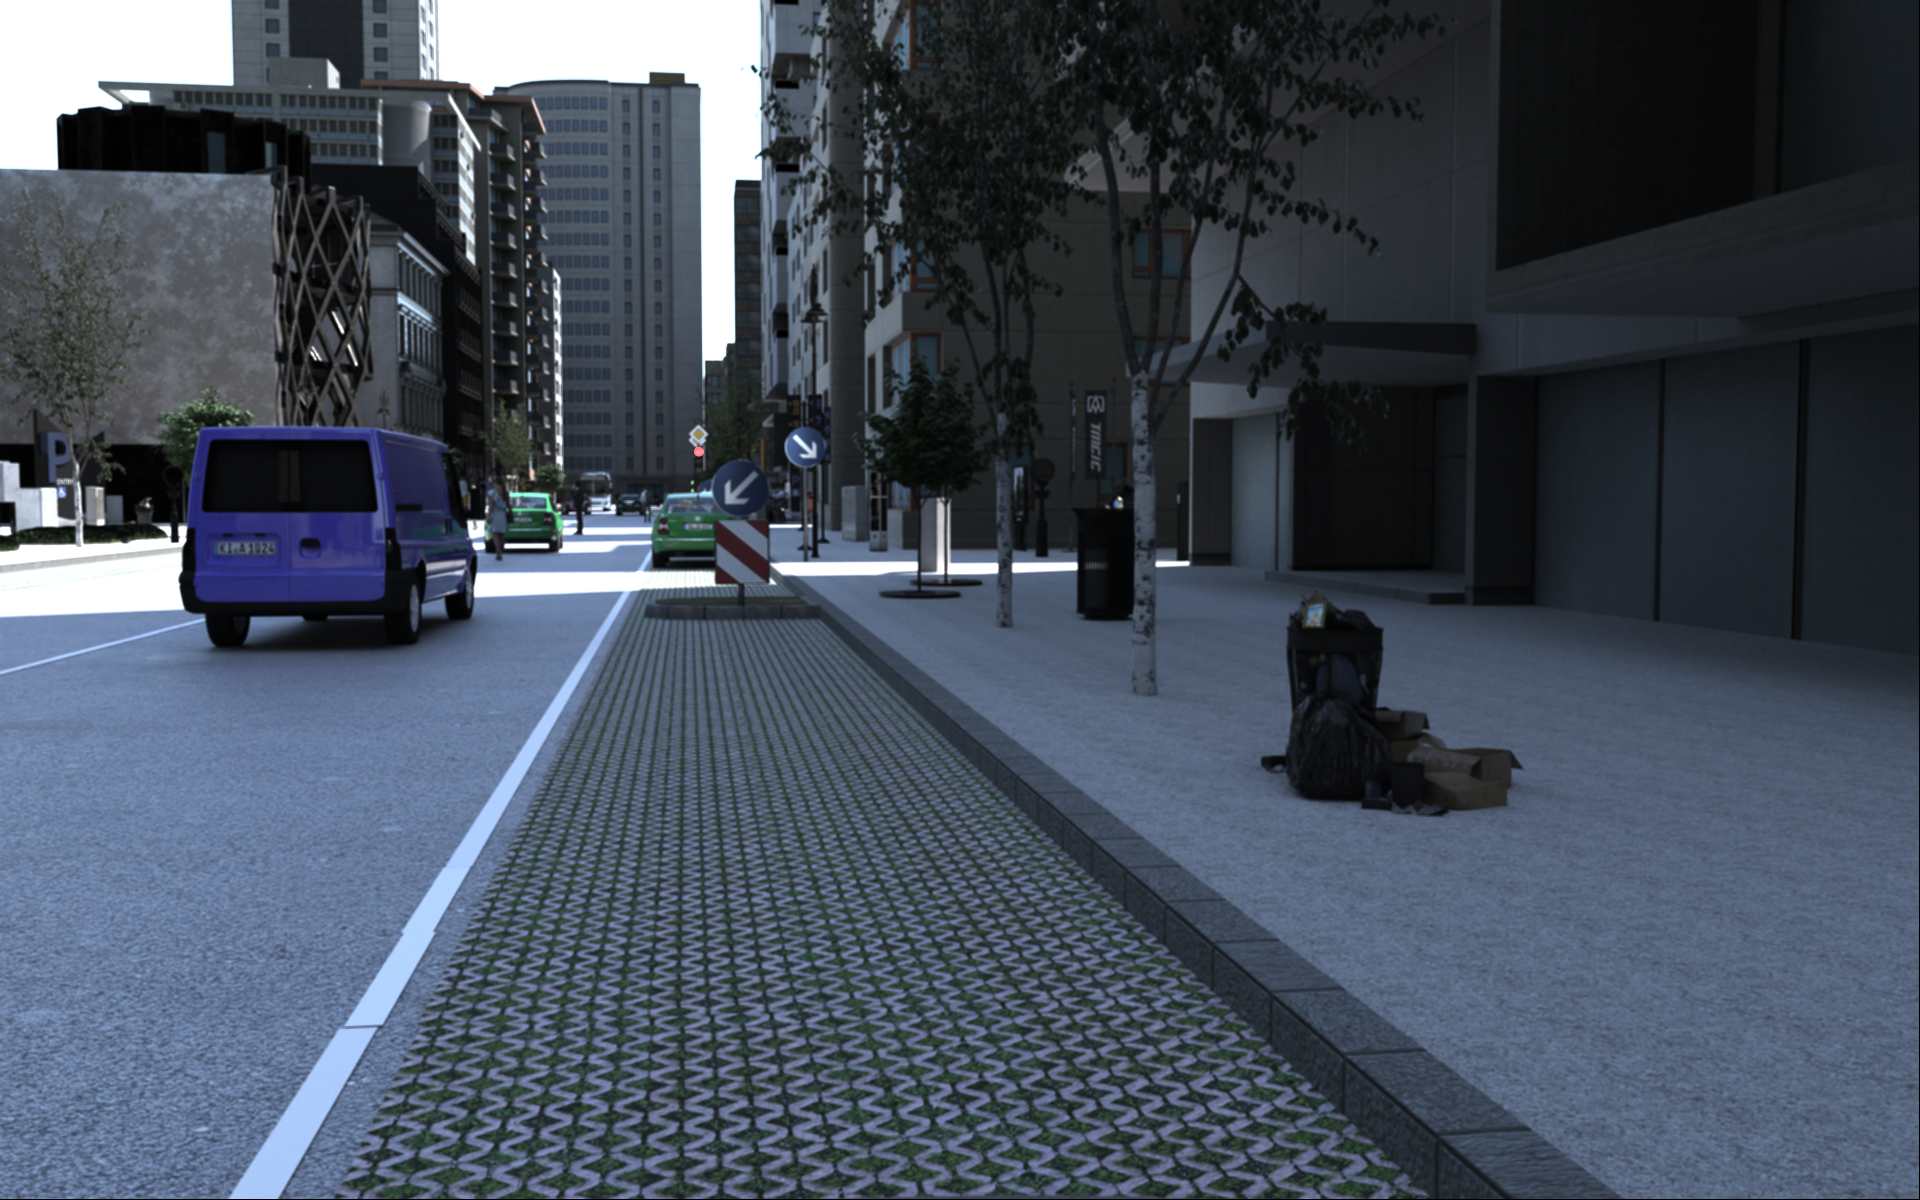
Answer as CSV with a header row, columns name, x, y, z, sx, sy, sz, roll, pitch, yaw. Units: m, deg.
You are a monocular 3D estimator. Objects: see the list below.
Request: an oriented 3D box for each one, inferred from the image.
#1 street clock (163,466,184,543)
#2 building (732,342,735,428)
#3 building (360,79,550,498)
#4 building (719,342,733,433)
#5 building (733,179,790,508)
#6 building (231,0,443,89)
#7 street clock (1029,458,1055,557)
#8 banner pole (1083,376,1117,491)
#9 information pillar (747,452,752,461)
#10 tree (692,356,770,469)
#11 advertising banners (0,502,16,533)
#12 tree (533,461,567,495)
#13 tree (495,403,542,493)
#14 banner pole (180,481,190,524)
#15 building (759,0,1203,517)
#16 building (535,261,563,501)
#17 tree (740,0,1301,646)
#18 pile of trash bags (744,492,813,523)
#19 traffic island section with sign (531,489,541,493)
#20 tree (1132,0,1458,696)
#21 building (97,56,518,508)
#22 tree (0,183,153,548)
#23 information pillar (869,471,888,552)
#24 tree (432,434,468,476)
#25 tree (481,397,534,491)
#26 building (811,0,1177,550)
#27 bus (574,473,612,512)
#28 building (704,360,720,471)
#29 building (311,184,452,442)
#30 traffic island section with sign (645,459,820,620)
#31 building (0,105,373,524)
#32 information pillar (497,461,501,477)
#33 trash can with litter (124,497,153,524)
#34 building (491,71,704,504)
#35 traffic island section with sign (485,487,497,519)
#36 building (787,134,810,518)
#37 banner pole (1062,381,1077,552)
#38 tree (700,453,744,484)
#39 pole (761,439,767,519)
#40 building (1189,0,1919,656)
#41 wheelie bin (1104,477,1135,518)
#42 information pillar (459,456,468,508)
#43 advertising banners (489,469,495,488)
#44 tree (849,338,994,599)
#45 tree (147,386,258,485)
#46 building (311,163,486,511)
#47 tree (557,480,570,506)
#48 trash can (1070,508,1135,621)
name,x,y,z,sx,sy,sz,roll,pitch,yaw
street clock,-20.569,-2.492,45.320,0.471,2.002,0.358,-2,4,-32
building,-9.629,-20.789,184.939,27.650,21.520,28.899,-1,4,-9
building,-56.089,-32.489,185.811,22.147,44.769,28.867,-1,4,-9
building,-15.119,-22.557,213.840,27.650,21.520,28.899,-1,4,-9
building,-14.118,-23.886,162.235,14.160,30.474,14.107,-1,4,-9
building,-73.271,-47.029,207.170,20.611,71.187,20.563,-1,4,-9
street clock,1.667,-1.875,35.234,0.471,2.002,0.358,-2,4,-24
banner pole,3.040,-2.863,36.821,0.863,3.779,0.401,0,4,-6
information pillar,-11.592,-6.365,95.429,0.183,3.616,0.504,-3,4,-36
tree,-11.963,-8.644,91.699,4.737,8.622,4.395,0,3,0
advertising banners,-31.370,-3.666,56.124,2.074,3.025,0.090,-1,4,-15
tree,-40.425,-11.451,170.943,4.285,4.588,4.351,0,3,0
tree,-35.876,-11.595,139.947,4.360,8.622,3.978,0,3,0
banner pole,-32.950,-5.132,73.923,0.401,3.779,0.863,2,4,29
building,-0.489,-32.828,125.973,28.713,52.752,27.495,-1,4,-9
building,-56.649,-27.080,214.453,14.107,30.474,14.160,-1,4,-9
tree,0.212,-4.037,16.365,4.360,8.622,3.978,0,3,0
pile of trash bags,-8.242,-4.178,78.064,3.447,1.369,1.912,0,4,-4
traffic island section with sign,-31.027,-7.236,126.940,1.989,1.847,2.006,-1,4,-9
tree,1.291,-3.685,10.615,4.360,8.622,3.978,0,3,0
building,-57.785,-28.557,158.782,32.217,40.220,23.993,-1,4,-9
tree,-21.117,-5.541,40.965,4.360,8.622,3.978,0,3,0
information pillar,-1.822,-2.094,38.726,0.304,2.012,0.304,2,4,31
tree,-28.283,-6.711,93.444,4.285,4.588,4.351,0,3,0
tree,-34.262,-11.083,131.565,4.737,8.622,4.395,0,3,0
building,10.093,-12.884,55.685,27.650,21.520,28.899,-1,4,-9
bus,-30.396,-9.129,144.124,2.948,3.499,13.247,-1,4,-10
building,-22.529,-24.897,252.101,28.899,21.520,27.650,-1,4,-9
building,-38.226,-14.868,107.714,10.561,19.102,19.286,-1,4,-9
traffic island section with sign,-2.721,-0.728,20.525,1.989,1.847,2.006,-1,4,-9
building,-37.535,-13.226,83.704,16.820,18.784,16.811,-1,4,-9
information pillar,-32.982,-8.109,123.935,0.183,3.616,0.504,-2,4,-35
trash can with litter,-29.764,-3.135,62.647,1.055,1.170,0.624,0,4,-5
building,-50.452,-42.914,243.635,28.212,58.520,21.231,-1,4,-9
traffic island section with sign,-26.843,-5.607,100.310,1.989,1.847,2.006,-1,4,-9
building,5.667,-15.395,96.741,28.899,21.520,27.650,-1,4,-9
banner pole,2.479,-2.942,38.122,0.401,3.779,0.863,0,4,-5
tree,-16.702,-8.642,125.015,4.285,4.588,4.351,0,3,0
pole,-7.252,-4.291,63.998,0.158,3.312,0.155,0,3,0
building,16.963,-26.300,19.237,28.713,52.752,27.495,-1,4,-9
wheelie bin,3.142,-1.549,33.233,0.693,1.594,0.980,0,4,-2
information pillar,-30.507,-7.034,106.360,0.504,3.616,0.183,-1,4,-20
advertising banners,-31.925,-7.545,119.548,0.090,3.025,2.074,0,4,2
tree,-0.560,-1.661,21.765,1.663,3.219,1.824,0,3,0
tree,-22.758,-4.207,52.493,4.285,4.588,4.351,0,3,0
building,-41.603,-18.050,124.796,12.332,23.373,15.834,-1,4,-9
tree,-44.160,-12.056,191.712,1.663,3.219,1.824,0,3,0
trash can,1.504,-0.373,17.753,0.748,1.137,0.748,0,3,0
